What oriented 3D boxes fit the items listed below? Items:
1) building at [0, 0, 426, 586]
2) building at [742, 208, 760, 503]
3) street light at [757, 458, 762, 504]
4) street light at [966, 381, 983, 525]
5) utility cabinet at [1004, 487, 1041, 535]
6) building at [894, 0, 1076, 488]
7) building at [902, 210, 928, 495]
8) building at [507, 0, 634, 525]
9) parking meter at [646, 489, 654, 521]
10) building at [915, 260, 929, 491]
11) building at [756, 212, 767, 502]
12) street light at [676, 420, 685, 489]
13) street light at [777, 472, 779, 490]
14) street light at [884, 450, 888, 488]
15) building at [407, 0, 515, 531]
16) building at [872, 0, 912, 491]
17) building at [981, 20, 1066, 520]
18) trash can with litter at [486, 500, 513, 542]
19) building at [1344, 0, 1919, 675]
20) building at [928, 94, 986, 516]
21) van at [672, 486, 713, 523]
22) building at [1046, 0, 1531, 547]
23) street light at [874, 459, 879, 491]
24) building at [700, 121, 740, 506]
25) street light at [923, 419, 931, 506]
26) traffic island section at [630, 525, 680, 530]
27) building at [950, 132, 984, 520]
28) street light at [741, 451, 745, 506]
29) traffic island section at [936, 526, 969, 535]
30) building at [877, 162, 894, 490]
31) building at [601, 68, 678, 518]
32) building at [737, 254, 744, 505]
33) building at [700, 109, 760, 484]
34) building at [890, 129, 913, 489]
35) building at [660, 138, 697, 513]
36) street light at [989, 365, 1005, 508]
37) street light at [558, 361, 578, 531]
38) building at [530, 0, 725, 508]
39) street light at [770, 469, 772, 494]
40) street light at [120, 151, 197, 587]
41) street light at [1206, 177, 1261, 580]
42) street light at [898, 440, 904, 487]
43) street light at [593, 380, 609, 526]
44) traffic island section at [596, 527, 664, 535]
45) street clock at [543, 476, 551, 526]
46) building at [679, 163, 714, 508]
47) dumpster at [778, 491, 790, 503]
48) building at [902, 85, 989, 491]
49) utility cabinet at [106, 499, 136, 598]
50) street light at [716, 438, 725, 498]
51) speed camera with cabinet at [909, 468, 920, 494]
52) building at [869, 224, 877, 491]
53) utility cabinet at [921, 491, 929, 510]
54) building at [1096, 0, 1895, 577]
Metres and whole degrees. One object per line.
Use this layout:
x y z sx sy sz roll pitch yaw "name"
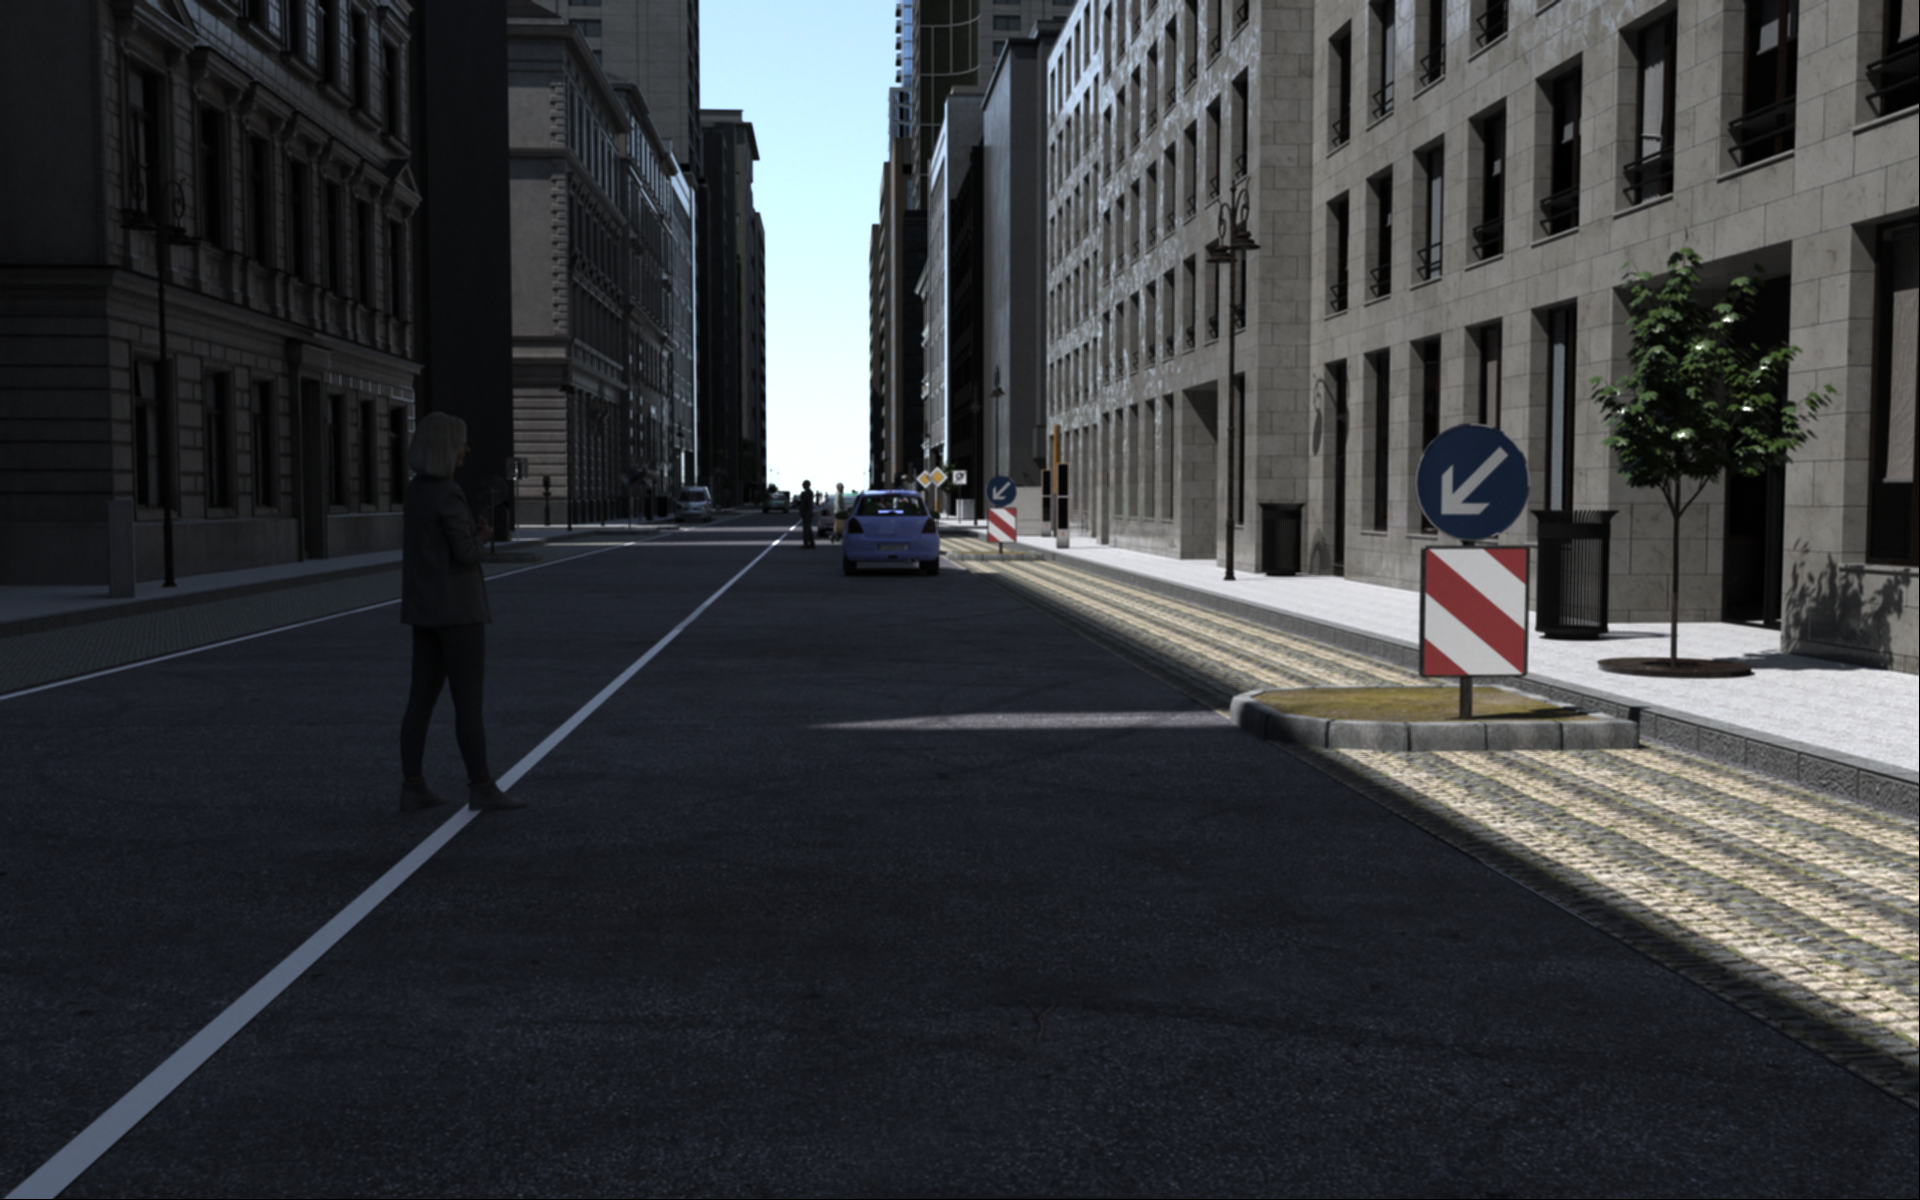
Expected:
-17.185 -10.268 32.506 10.561 19.102 19.286 0 4 -4 "building"
-37.620 -37.449 262.401 14.600 45.320 14.200 0 4 -4 "building"
-26.206 -15.651 228.686 0.468 5.910 1.993 0 4 -4 "street light"
0.645 -6.005 70.977 0.468 5.910 1.993 0 4 -4 "street light"
1.951 -2.717 53.105 1.173 1.500 0.318 1 4 13 "utility cabinet"
3.134 -46.274 194.834 20.563 71.187 20.611 0 4 -4 "building"
1.004 -24.877 178.441 14.160 30.474 14.107 0 4 -4 "building"
-21.591 -15.331 79.538 11.050 23.489 19.941 0 4 -4 "building"
-14.974 -4.601 83.631 0.372 1.533 0.369 0 3 0 "parking meter"
2.775 -18.252 134.578 11.583 22.565 21.152 0 4 -4 "building"
-42.482 -40.135 279.910 21.300 48.544 21.600 0 4 -4 "building"
-17.139 -8.161 106.217 0.468 5.910 1.993 0 4 -4 "street light"
-31.642 -20.104 301.487 0.468 5.910 1.993 0 4 -4 "street light"
-7.900 -12.903 183.743 0.468 5.910 1.993 0 4 -4 "street light"
-22.942 -13.657 52.966 15.834 23.373 12.332 0 4 -4 "building"
-2.055 -58.288 265.673 22.319 86.520 31.000 0 4 -4 "building"
16.548 -15.900 79.036 30.058 24.678 14.314 0 4 -4 "building"
-12.423 -2.162 46.728 0.624 1.170 1.055 0 4 -5 "trash can with litter"
11.409 -10.068 19.363 10.420 20.320 16.860 0 4 -4 "building"
4.499 -18.047 113.095 12.078 24.808 19.932 0 4 -4 "building"
-13.432 -4.906 87.216 2.013 2.044 4.112 0 4 -5 "van"
8.860 -12.121 52.924 10.420 20.320 16.860 0 4 -4 "building"
-11.166 -15.743 230.185 0.468 5.910 1.993 0 4 -4 "street light"
-31.112 -30.647 184.672 14.154 41.232 14.086 0 4 -4 "building"
-2.081 -8.227 107.292 0.468 5.910 1.993 0 4 -4 "street light"
-12.341 -2.886 69.462 2.009 0.180 2.903 0 4 -4 "traffic island section"
6.149 -16.213 94.768 12.332 23.373 15.834 0 4 -4 "building"
-22.862 -12.829 182.549 0.468 5.910 1.993 0 4 -4 "street light"
-0.788 -2.448 62.306 2.009 0.180 2.903 0 4 -4 "traffic island section"
-0.193 -37.734 240.646 21.300 48.544 21.600 0 4 -4 "building"
-23.816 -18.626 101.798 12.463 27.353 25.104 0 4 -4 "building"
-32.533 -26.190 199.903 14.160 30.474 14.107 0 4 -4 "building"
-42.544 -39.836 240.559 28.713 52.752 27.495 0 4 -4 "building"
-1.332 -34.441 213.215 14.600 45.320 14.200 0 4 -4 "building"
-25.868 -18.766 124.840 12.078 24.808 19.932 0 4 -4 "building"
1.324 -5.455 61.984 0.468 5.910 1.993 0 4 -4 "street light"
-13.634 -5.353 60.312 0.468 5.910 1.993 0 4 -4 "street light"
-33.328 -44.525 166.230 20.563 71.187 20.611 0 4 -4 "building"
-28.880 -17.872 264.996 0.468 5.910 1.993 0 4 -4 "street light"
-10.943 -3.120 23.800 0.468 5.910 1.993 0 4 -4 "street light"
4.023 -3.233 25.652 0.468 5.910 1.993 0 4 -4 "street light"
-5.004 -10.656 147.019 0.468 5.910 1.993 0 4 -4 "street light"
-14.354 -5.910 69.423 0.468 5.910 1.993 0 4 -4 "street light"
-11.749 -2.399 61.499 2.009 0.180 2.903 0 4 -4 "traffic island section"
-16.631 -3.987 69.750 0.358 2.002 0.471 0 4 -5 "street clock"
-29.073 -23.163 150.414 14.160 30.474 14.107 0 4 -4 "building"
-26.162 -15.235 257.302 1.865 1.857 1.264 0 4 -3 "dumpster"
10.841 -28.578 159.131 32.217 40.220 23.993 0 4 -4 "building"
-10.535 -0.647 21.743 0.306 1.237 1.020 -2 4 -25 "utility cabinet"
-19.984 -10.580 145.774 0.468 5.910 1.993 0 4 -4 "street light"
-3.543 -8.573 134.506 0.660 3.252 2.038 1 4 9 "speed camera with cabinet"
-4.425 -40.946 293.172 21.300 48.544 21.600 0 4 -4 "building"
-2.336 -6.491 114.800 0.318 1.500 1.173 1 4 13 "utility cabinet"
9.318 -11.091 36.083 10.420 20.320 16.860 0 4 -4 "building"
